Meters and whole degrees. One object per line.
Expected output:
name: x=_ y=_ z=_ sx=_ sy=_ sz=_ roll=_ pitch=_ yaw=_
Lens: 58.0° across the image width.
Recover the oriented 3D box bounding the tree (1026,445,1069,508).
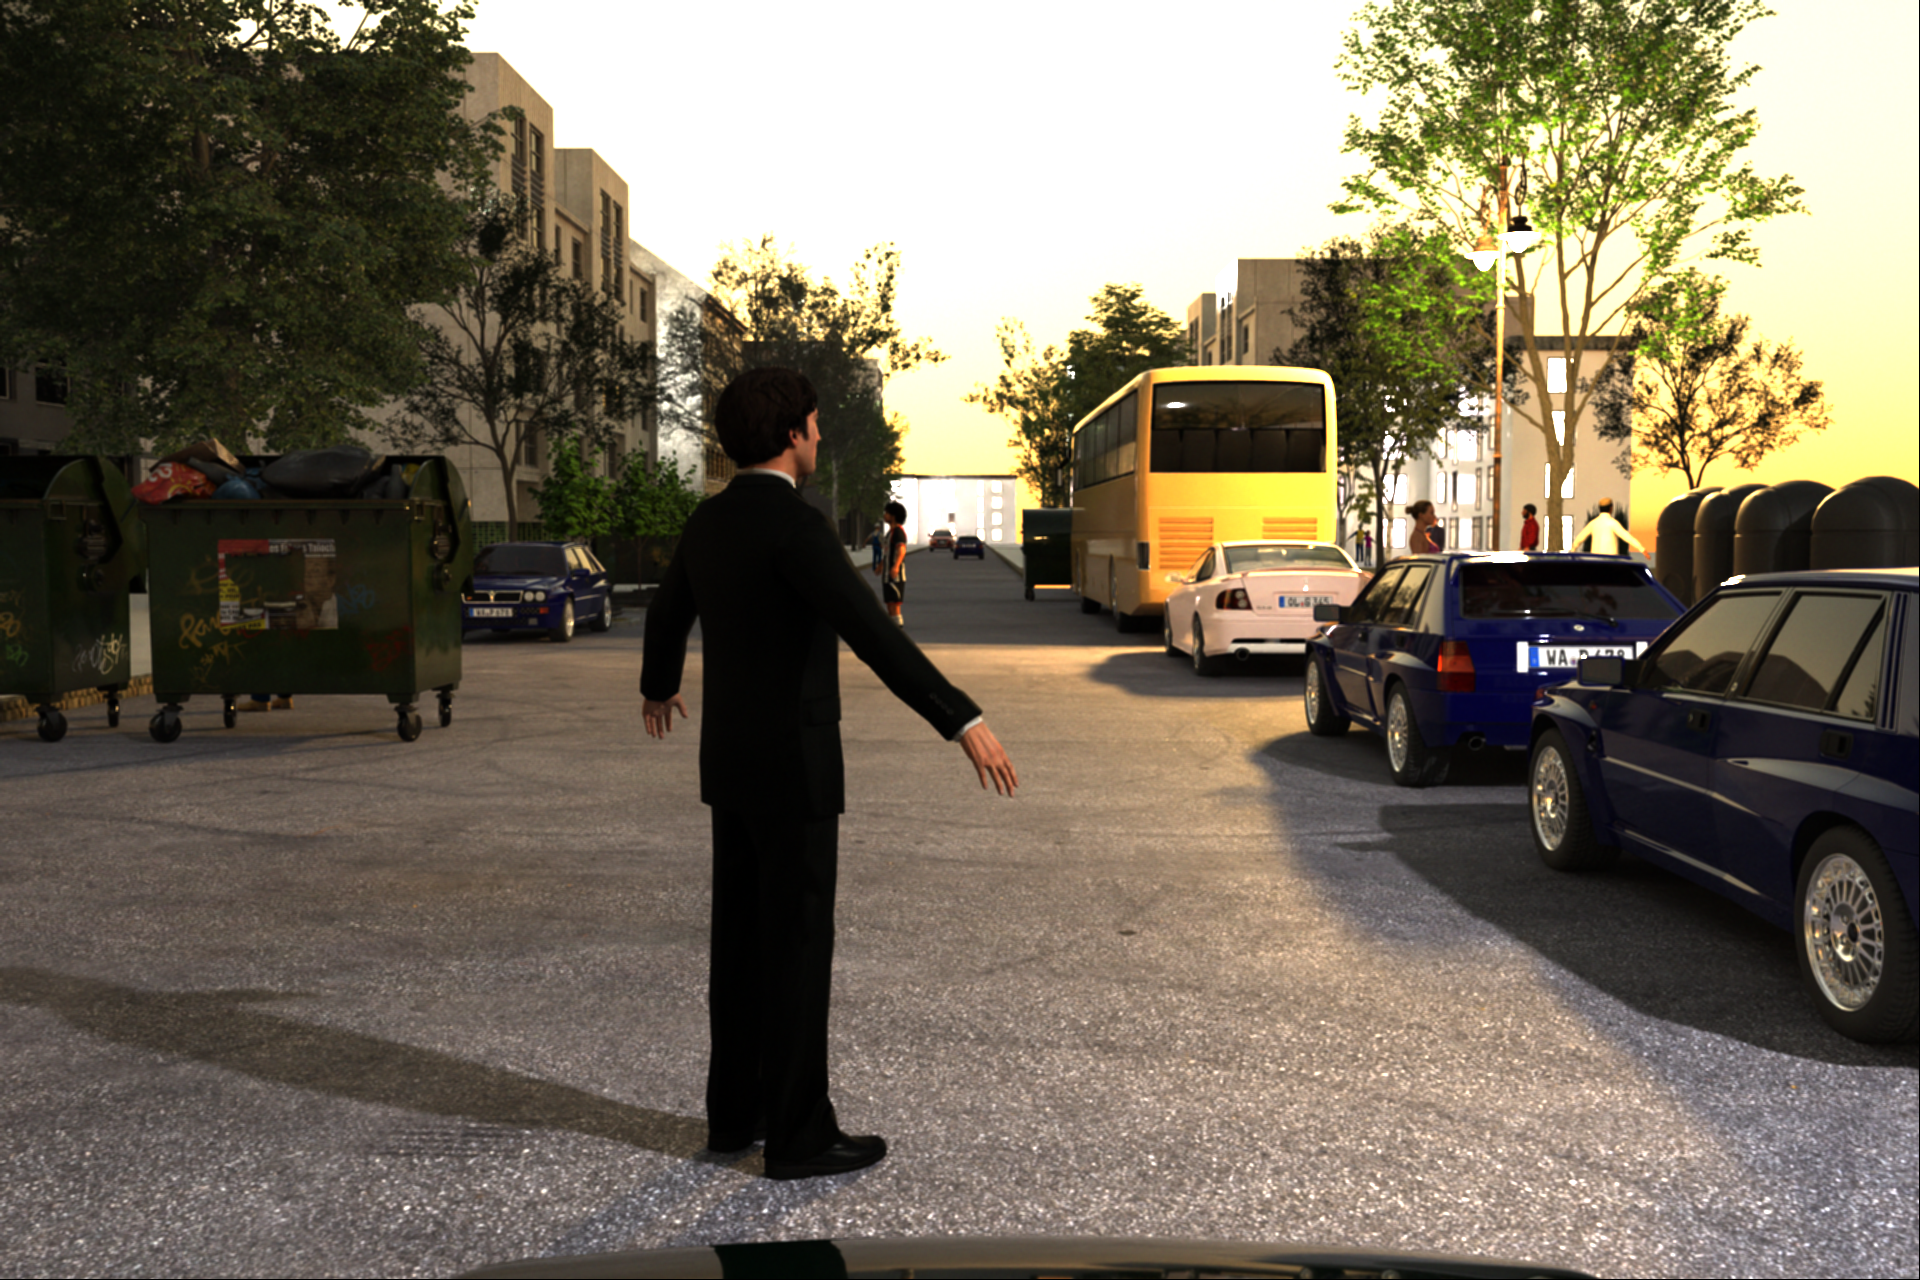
tree: x=7.636 y=-11.593 z=139.910 sx=4.737 sy=8.622 sz=4.395 roll=0 pitch=3 yaw=0

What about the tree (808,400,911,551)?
tree: x=-7.818 y=-12.458 z=129.451 sx=9.928 sy=11.665 sz=9.643 roll=0 pitch=3 yaw=0

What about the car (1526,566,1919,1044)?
car: x=3.363 y=0.390 z=6.209 sx=1.945 sy=1.354 sz=3.894 roll=0 pitch=4 yaw=0

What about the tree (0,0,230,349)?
tree: x=-12.210 y=-5.143 z=18.500 sx=7.601 sy=10.594 sz=8.767 roll=3 pitch=5 yaw=42

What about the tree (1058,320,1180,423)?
tree: x=5.613 y=-6.739 z=60.541 sx=4.737 sy=8.622 sz=4.395 roll=0 pitch=3 yaw=0

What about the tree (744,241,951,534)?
tree: x=-6.625 y=-15.606 z=111.055 sx=12.611 sy=20.169 sz=13.585 roll=0 pitch=3 yaw=0

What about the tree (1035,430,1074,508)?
tree: x=6.935 y=-9.889 z=112.050 sx=4.360 sy=8.622 sz=3.978 roll=0 pitch=3 yaw=0

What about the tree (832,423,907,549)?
tree: x=-8.312 y=-13.843 z=152.089 sx=9.928 sy=11.665 sz=9.643 roll=0 pitch=3 yaw=0

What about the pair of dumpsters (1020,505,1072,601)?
pair of dumpsters: x=3.522 y=-1.992 z=37.524 sx=4.436 sy=2.255 sz=1.574 roll=0 pitch=4 yaw=-1

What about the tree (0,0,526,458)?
tree: x=-12.216 y=-7.481 z=28.963 sx=9.857 sy=13.997 sz=8.962 roll=0 pitch=3 yaw=0

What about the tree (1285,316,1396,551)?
tree: x=12.617 y=-6.556 z=57.561 sx=4.737 sy=8.622 sz=4.395 roll=0 pitch=3 yaw=0

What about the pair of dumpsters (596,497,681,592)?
pair of dumpsters: x=-5.758 y=-2.028 z=38.103 sx=4.436 sy=2.255 sz=1.574 roll=0 pitch=3 yaw=0

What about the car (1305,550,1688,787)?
car: x=3.349 y=0.087 z=11.157 sx=1.945 sy=1.354 sz=3.894 roll=0 pitch=4 yaw=0

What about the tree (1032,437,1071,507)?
tree: x=6.471 y=-10.383 z=120.128 sx=4.360 sy=8.622 sz=3.978 roll=0 pitch=3 yaw=0

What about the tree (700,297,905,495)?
tree: x=-8.481 y=-11.001 z=90.239 sx=12.009 sy=13.543 sz=11.850 roll=0 pitch=3 yaw=0

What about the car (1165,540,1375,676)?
car: x=3.321 y=-0.394 z=18.806 sx=2.083 sy=1.381 sz=4.827 roll=0 pitch=4 yaw=1

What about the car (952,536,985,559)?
car: x=0.491 y=-5.302 z=99.270 sx=1.945 sy=1.354 sz=3.894 roll=0 pitch=4 yaw=-1

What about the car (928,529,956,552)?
car: x=-1.467 y=-8.159 z=142.073 sx=2.281 sy=1.827 sz=5.304 roll=0 pitch=3 yaw=0

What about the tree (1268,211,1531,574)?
tree: x=12.136 y=-7.015 z=49.107 sx=8.767 sy=10.594 sz=7.601 roll=2 pitch=4 yaw=33

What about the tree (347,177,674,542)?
tree: x=-11.478 y=-6.717 z=44.228 sx=8.767 sy=10.594 sz=7.601 roll=-2 pitch=4 yaw=-32

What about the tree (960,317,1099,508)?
tree: x=5.932 y=-18.149 z=152.624 sx=12.611 sy=20.169 sz=13.585 roll=0 pitch=3 yaw=0

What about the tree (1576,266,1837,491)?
tree: x=25.441 y=-7.650 z=59.484 sx=8.767 sy=10.594 sz=7.601 roll=2 pitch=4 yaw=25

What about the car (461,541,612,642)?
car: x=-6.026 y=-0.708 z=24.155 sx=1.945 sy=1.354 sz=3.894 roll=0 pitch=3 yaw=0

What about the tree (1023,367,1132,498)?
tree: x=7.548 y=-9.773 z=94.208 sx=8.767 sy=10.594 sz=7.601 roll=-1 pitch=4 yaw=-18

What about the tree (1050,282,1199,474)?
tree: x=7.655 y=-9.811 z=78.538 sx=7.486 sy=12.596 sz=7.792 roll=0 pitch=3 yaw=0

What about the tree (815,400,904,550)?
tree: x=-8.589 y=-13.585 z=140.234 sx=7.486 sy=12.596 sz=7.792 roll=0 pitch=3 yaw=0

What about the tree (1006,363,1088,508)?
tree: x=6.643 y=-10.943 z=104.677 sx=9.928 sy=11.665 sz=9.643 roll=0 pitch=3 yaw=0

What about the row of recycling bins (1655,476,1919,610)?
row of recycling bins: x=6.489 y=-0.404 z=13.713 sx=1.069 sy=1.692 sz=3.534 roll=0 pitch=3 yaw=0

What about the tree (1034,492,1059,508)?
tree: x=12.965 y=-17.776 z=241.003 sx=4.360 sy=8.622 sz=3.978 roll=0 pitch=3 yaw=0

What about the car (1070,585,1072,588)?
car: x=3.763 y=-1.967 z=44.747 sx=1.945 sy=1.354 sz=3.894 roll=0 pitch=4 yaw=0

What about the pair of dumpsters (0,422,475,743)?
pair of dumpsters: x=-5.835 y=-0.449 z=12.292 sx=4.436 sy=2.255 sz=1.574 roll=0 pitch=4 yaw=0
